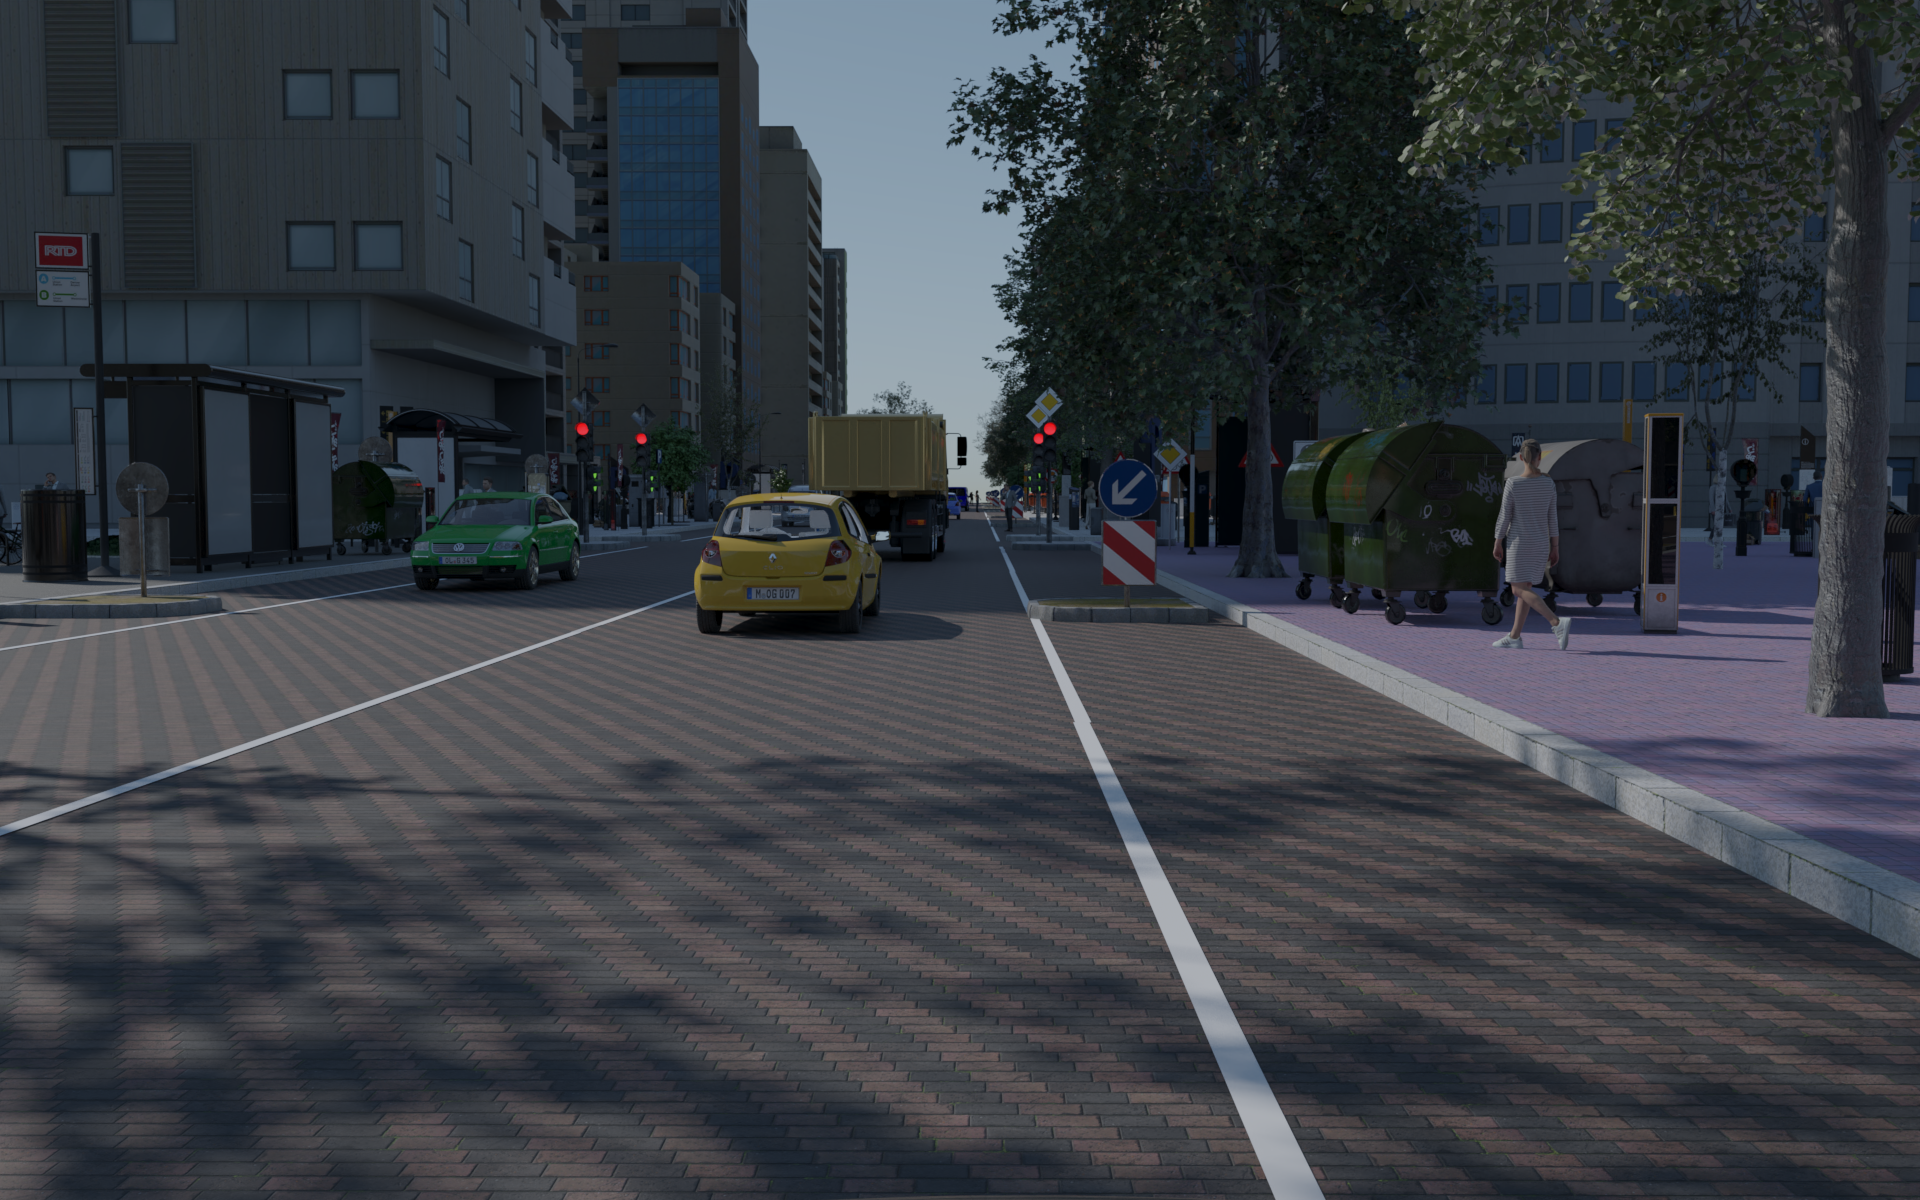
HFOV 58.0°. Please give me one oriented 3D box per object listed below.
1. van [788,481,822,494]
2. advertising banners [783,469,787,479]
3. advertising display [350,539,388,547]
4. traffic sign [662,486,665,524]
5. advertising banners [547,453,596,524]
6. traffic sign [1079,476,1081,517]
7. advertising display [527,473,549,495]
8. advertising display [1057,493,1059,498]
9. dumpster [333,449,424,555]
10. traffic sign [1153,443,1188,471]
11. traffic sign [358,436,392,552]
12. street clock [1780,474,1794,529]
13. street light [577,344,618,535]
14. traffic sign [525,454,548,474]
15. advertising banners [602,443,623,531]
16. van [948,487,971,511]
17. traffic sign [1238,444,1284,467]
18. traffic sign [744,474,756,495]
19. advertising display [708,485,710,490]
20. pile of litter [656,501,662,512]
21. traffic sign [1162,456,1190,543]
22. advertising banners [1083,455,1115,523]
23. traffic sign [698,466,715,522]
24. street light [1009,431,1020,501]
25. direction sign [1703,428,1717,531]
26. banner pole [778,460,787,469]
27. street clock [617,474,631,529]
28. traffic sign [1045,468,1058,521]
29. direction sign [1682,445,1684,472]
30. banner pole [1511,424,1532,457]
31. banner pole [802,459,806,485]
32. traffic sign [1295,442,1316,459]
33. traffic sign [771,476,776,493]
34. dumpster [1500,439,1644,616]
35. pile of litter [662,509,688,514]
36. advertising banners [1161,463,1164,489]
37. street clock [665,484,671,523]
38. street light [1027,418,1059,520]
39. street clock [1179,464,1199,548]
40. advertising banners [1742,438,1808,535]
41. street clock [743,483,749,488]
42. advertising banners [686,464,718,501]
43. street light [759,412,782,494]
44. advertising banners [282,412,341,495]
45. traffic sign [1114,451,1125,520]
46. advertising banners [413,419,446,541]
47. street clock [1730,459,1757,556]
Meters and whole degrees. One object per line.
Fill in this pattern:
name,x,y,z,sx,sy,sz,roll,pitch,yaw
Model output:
van,-7.005,-4.309,77.458,2.013,2.044,4.112,0,4,1
advertising banners,-11.835,-7.781,123.415,2.074,3.025,0.090,-1,4,-22
advertising display,-14.395,-2.261,42.177,0.974,1.923,0.123,0,4,-3
traffic sign,-12.696,-4.527,74.115,0.768,2.556,0.104,1,4,9
advertising banners,-16.505,-4.738,73.647,2.074,3.025,0.090,0,4,3
traffic sign,6.763,-5.970,97.715,0.768,2.556,0.104,0,4,1
advertising display,-13.035,-2.956,53.538,0.974,1.923,0.123,3,5,40
advertising display,6.149,-6.321,108.555,0.123,1.923,0.974,0,4,4
dumpster,-12.480,-2.106,36.929,1.502,2.255,1.985,0,4,1
traffic sign,4.836,-2.445,39.715,0.795,2.593,0.064,0,4,5
traffic sign,-12.892,-2.330,38.201,0.768,2.556,0.104,0,4,2
street clock,30.162,-3.586,63.202,0.358,2.002,0.471,0,4,-8
street light,-11.246,-4.959,53.622,1.470,5.913,1.316,0,4,1
traffic sign,-13.463,-3.362,55.068,0.768,2.556,0.104,0,4,3
advertising banners,-12.178,-3.948,60.743,0.090,3.025,2.074,-2,4,-31
van,-0.214,-8.677,146.260,2.240,2.365,5.245,0,4,2
traffic sign,5.929,-2.088,34.139,0.884,2.594,0.081,0,4,6
traffic sign,-12.678,-6.384,104.486,0.768,2.556,0.104,0,4,8
advertising display,-17.797,-7.076,120.902,0.974,1.923,0.123,3,5,42
pile of litter,-21.395,-6.654,122.762,1.719,0.858,1.176,-2,4,-30
traffic sign,5.758,-2.787,45.571,0.884,2.594,0.081,0,4,7
advertising banners,6.101,-4.888,76.108,0.090,3.025,2.074,-3,4,-36
traffic sign,-11.596,-4.833,79.123,0.768,2.556,0.104,0,4,2
street light,4.582,-9.534,128.418,1.470,5.913,1.316,0,4,1
direction sign,25.752,-4.124,59.425,0.379,3.537,0.876,0,4,6
banner pole,-12.951,-8.335,126.287,0.863,3.779,0.401,1,4,17
street clock,-12.255,-3.583,63.151,0.471,2.002,0.358,2,4,31
traffic sign,4.425,-5.095,83.404,0.768,2.556,0.104,0,4,6
direction sign,25.285,-4.232,61.194,0.876,3.537,0.379,-2,4,-33
banner pole,20.197,-4.415,62.206,0.863,3.779,0.401,1,4,12
banner pole,-11.023,-8.090,122.294,0.401,3.779,0.863,1,4,12
traffic sign,6.710,-1.909,33.334,0.606,2.300,0.079,0,4,2
traffic sign,-13.208,-7.510,122.893,0.768,2.556,0.104,0,4,5
dumpster,6.729,-0.807,18.948,1.264,1.857,1.865,0,4,0
pile of litter,-17.925,-5.932,110.956,1.719,0.858,1.176,3,4,37
advertising banners,9.365,-5.591,87.593,2.074,3.025,0.090,1,4,18
street clock,-12.892,-4.427,76.953,0.471,2.002,0.358,-2,4,-31
street light,4.150,-6.860,84.695,1.470,5.913,1.316,0,4,1
street clock,5.464,-2.254,41.428,0.471,2.002,0.358,1,4,10
advertising banners,25.386,-3.536,53.997,2.074,3.025,0.090,0,4,4
street clock,-13.201,-6.271,107.105,0.358,2.002,0.471,3,5,40
advertising banners,-14.995,-6.407,100.942,2.074,3.025,0.090,-3,4,-36
street light,-10.830,-7.702,98.464,1.470,5.913,1.316,0,4,1
advertising banners,-13.658,-2.459,36.400,0.090,3.025,2.074,1,4,19
traffic sign,4.891,-3.232,52.852,0.884,2.594,0.081,0,4,5
advertising banners,-12.226,-2.674,39.903,0.090,3.025,2.074,0,4,6
street clock,16.183,-1.911,35.820,0.471,2.002,0.358,1,4,12
